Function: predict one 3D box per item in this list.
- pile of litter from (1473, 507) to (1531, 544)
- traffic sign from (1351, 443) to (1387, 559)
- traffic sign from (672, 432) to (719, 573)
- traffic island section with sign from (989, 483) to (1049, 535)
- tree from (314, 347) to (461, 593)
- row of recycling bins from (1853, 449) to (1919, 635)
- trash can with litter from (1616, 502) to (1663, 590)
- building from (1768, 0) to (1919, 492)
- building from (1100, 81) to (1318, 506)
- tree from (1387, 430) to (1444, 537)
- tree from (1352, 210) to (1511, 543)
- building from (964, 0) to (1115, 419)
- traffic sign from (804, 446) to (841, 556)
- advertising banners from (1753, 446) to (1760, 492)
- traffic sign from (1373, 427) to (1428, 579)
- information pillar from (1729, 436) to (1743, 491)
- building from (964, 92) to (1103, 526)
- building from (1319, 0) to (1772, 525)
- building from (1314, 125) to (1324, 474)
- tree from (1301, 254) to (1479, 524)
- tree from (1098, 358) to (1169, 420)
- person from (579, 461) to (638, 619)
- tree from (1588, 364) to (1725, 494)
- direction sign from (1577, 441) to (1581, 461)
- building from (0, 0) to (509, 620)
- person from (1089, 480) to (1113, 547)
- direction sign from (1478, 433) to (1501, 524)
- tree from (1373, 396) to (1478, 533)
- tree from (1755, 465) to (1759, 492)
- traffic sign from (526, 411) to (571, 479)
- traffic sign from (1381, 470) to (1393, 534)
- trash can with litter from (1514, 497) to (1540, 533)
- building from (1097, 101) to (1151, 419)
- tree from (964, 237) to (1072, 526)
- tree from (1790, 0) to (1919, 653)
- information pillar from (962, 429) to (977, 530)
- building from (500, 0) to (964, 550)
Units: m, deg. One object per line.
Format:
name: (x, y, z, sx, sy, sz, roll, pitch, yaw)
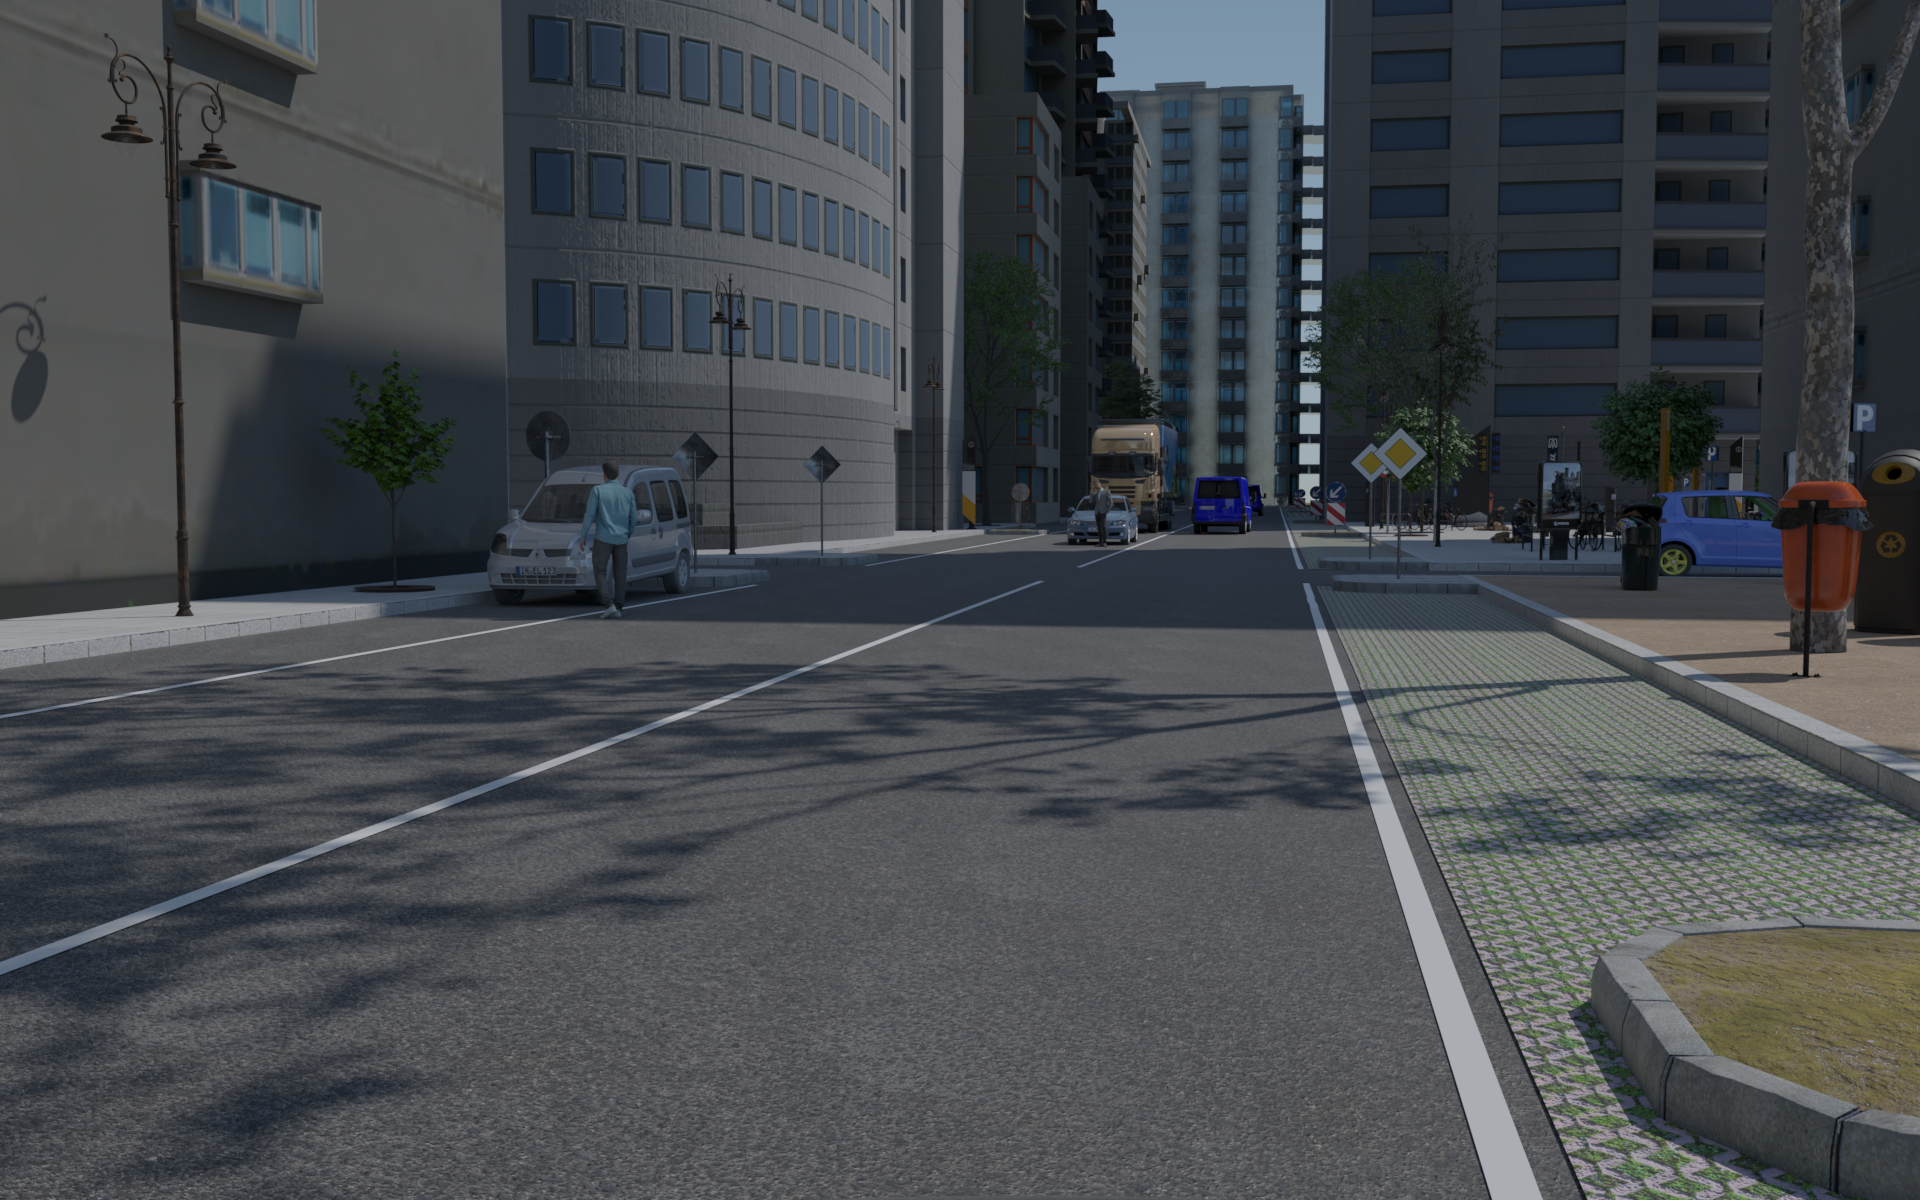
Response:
pile of litter: (14.444, -1.930, 45.520, 1.719, 0.858, 1.176, -3, 5, -42)
traffic sign: (8.048, -1.853, 33.944, 0.795, 2.450, 0.064, 1, 4, 10)
traffic sign: (-4.294, -1.495, 28.088, 0.795, 2.450, 0.064, 1, 4, 10)
traffic island section with sign: (2.151, -3.252, 61.804, 1.989, 1.847, 2.006, 1, 4, 10)
tree: (-7.366, -1.729, 22.875, 1.663, 3.219, 1.824, 0, 3, 0)
row of recycling bins: (9.198, -0.474, 14.857, 1.069, 1.692, 3.534, -1, 4, -16)
trash can with litter: (9.085, -0.731, 23.347, 0.624, 1.170, 1.055, 1, 4, 12)
building: (75.479, -32.959, 162.584, 21.600, 48.544, 21.300, 1, 4, 10)
building: (25.841, -35.756, 204.223, 30.456, 49.044, 23.786, 1, 4, 10)
tree: (13.862, -3.548, 52.618, 1.663, 3.219, 1.824, 0, 3, 0)
tree: (12.552, -5.829, 45.671, 4.360, 8.622, 3.978, 0, 3, 0)
building: (-0.467, -28.849, 126.302, 22.147, 44.769, 28.867, 1, 4, 10)
traffic sign: (-2.864, -1.976, 35.944, 0.795, 2.450, 0.064, 1, 4, 10)
advertising banners: (29.343, -4.058, 62.541, 2.074, 3.025, 0.090, -3, 4, -37)
traffic sign: (6.618, -1.373, 26.087, 0.795, 2.450, 0.064, 1, 4, 10)
information pillar: (31.128, -4.777, 69.462, 0.504, 3.616, 0.183, 2, 4, 35)
building: (-7.701, -15.072, 91.462, 27.650, 21.520, 28.899, 1, 4, 10)
building: (29.688, -33.509, 89.867, 21.231, 58.520, 28.212, 1, 4, 10)
building: (55.876, -35.447, 199.174, 30.456, 49.044, 23.786, 1, 4, 10)
tree: (18.393, -9.092, 74.403, 9.928, 11.665, 9.643, 0, 3, 0)
tree: (13.899, -13.892, 145.257, 7.486, 12.596, 7.792, 0, 3, 0)
person: (-4.047, -0.707, 20.073, 0.660, 1.820, 0.620, -3, 4, -36)
tree: (17.636, -3.688, 44.006, 4.285, 4.588, 4.351, 0, 3, 0)
direction sign: (26.476, -5.027, 74.182, 0.379, 3.537, 0.876, 1, 4, 13)
building: (-19.872, -24.195, 19.284, 21.600, 48.544, 21.300, 1, 4, 10)
person: (3.816, -2.339, 46.923, 0.473, 1.802, 0.592, -3, 5, -40)
direction sign: (19.599, -4.415, 64.178, 0.876, 3.537, 0.379, 3, 5, 45)
tree: (15.356, -4.502, 57.323, 4.285, 4.588, 4.351, 0, 3, 0)
tree: (44.740, -6.236, 96.563, 1.663, 3.219, 1.824, 0, 3, 0)
traffic sign: (-6.318, -1.616, 26.534, 0.768, 2.556, 0.104, 1, 4, 16)
traffic sign: (13.622, -3.364, 55.103, 0.768, 2.556, 0.104, 1, 4, 13)
trash can with litter: (18.799, -2.791, 57.023, 1.055, 1.170, 0.624, -2, 4, -28)
building: (6.204, -29.250, 170.118, 23.993, 40.220, 32.217, 1, 4, 10)
tree: (0.966, -8.802, 69.665, 9.928, 11.665, 9.643, 0, 3, 0)
tree: (6.036, -9.575, 12.439, 12.611, 20.169, 13.585, 0, 3, 0)
information pillar: (0.341, -4.358, 62.615, 0.504, 3.616, 0.183, 1, 4, 11)
building: (-12.689, -31.133, 51.016, 21.231, 58.520, 28.212, 1, 4, 10)
